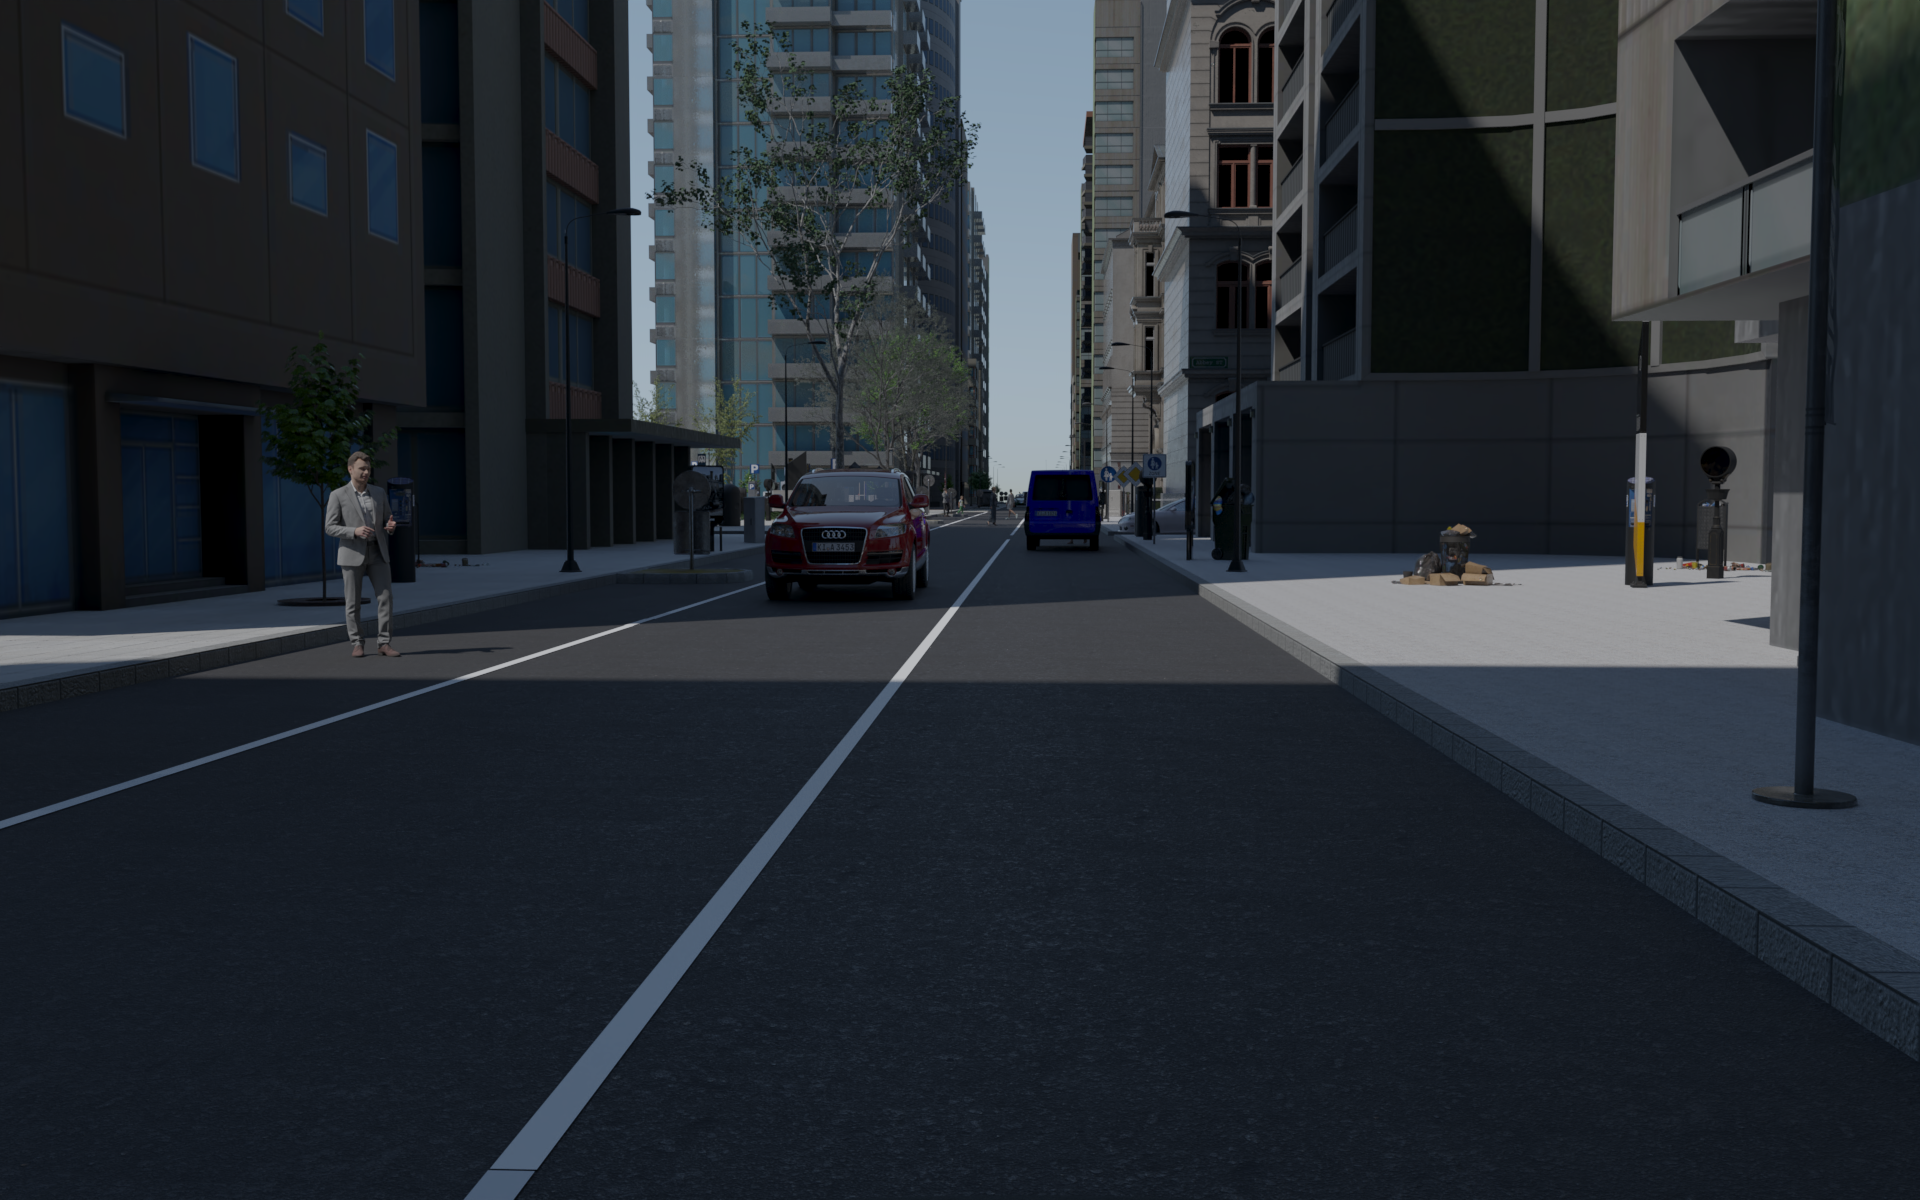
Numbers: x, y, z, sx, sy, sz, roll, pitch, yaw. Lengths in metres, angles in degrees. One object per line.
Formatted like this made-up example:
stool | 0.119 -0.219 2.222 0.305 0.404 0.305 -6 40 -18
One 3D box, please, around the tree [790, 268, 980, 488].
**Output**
tree | -4.099 -11.299 95.100 12.009 13.543 11.850 0 3 0

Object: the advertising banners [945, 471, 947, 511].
advertising banners | -1.011 -8.169 129.748 0.090 3.025 2.074 0 4 7

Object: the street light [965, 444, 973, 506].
street light | 0.560 -11.592 162.063 1.470 5.913 1.316 0 4 3

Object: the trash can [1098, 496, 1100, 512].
trash can | 9.348 -6.340 115.319 0.748 1.137 0.748 0 3 0

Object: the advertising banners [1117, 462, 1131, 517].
advertising banners | 9.055 -6.098 95.891 0.090 3.025 2.074 2 4 25

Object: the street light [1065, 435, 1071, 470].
street light | 9.455 -10.215 139.559 1.470 5.913 1.316 0 4 3

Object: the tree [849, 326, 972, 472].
tree | -3.081 -11.006 105.701 9.928 11.665 9.643 0 3 0

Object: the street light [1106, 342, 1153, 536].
street light | 5.315 -4.924 53.041 1.470 5.913 1.316 0 4 3

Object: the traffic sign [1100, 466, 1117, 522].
traffic sign | 6.727 -4.798 78.553 0.768 2.556 0.104 0 4 6

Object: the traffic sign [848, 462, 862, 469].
traffic sign | -3.253 -3.051 53.525 0.795 2.450 0.064 0 4 3

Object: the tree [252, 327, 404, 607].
tree | -7.324 -1.568 20.233 1.663 3.219 1.824 0 3 0

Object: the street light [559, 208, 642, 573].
street light | -5.864 -3.409 28.273 1.470 5.913 1.316 0 4 3

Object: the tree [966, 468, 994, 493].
tree | 2.449 -14.082 213.946 4.285 4.588 4.351 0 3 0

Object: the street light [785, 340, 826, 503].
street light | -4.732 -4.891 52.504 1.470 5.913 1.316 0 4 3

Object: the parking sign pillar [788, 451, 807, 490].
parking sign pillar | -10.207 -7.287 107.620 1.447 3.967 1.447 -1 4 -21

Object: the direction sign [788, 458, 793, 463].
direction sign | -10.461 -7.167 109.182 0.876 3.537 0.379 -3 5 -42

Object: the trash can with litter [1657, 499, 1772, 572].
trash can with litter | 12.942 -1.103 29.091 1.678 1.210 2.233 -3 4 -37

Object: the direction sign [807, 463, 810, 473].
direction sign | -11.223 -8.339 128.335 0.379 3.537 0.876 1 4 10

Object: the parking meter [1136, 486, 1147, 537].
parking meter | 5.465 -2.663 51.947 0.372 1.533 0.369 0 3 0

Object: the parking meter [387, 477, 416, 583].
parking meter | -8.102 -1.022 25.121 0.372 1.533 0.369 0 3 0

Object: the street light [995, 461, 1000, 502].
street light | 4.569 -16.684 245.328 1.470 5.913 1.316 0 4 3

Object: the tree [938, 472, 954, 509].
tree | -0.944 -9.571 151.082 1.663 3.219 1.824 0 3 0

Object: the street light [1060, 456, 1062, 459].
street light | 11.785 -13.156 187.638 1.470 5.913 1.316 0 4 3

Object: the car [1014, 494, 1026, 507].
car | 6.696 -10.762 187.751 2.131 1.459 4.920 0 4 4

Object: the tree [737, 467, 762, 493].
tree | -15.135 -7.894 123.664 1.663 3.219 1.824 0 3 0

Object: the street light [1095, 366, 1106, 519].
street light | 5.743 -5.538 63.090 1.470 5.913 1.316 0 4 3

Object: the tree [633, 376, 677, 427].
tree | -19.223 -9.602 107.361 4.737 8.622 4.395 0 3 0

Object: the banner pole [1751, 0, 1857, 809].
banner pole | 3.653 -1.058 7.318 0.401 3.779 0.863 2 4 33

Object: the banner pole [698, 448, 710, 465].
banner pole | -13.879 -6.376 94.270 0.863 3.779 0.401 -1 4 -18

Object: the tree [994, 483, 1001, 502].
tree | 6.182 -18.481 296.769 1.663 3.219 1.824 0 3 0

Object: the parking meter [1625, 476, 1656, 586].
parking meter | 9.563 -0.975 24.353 0.372 1.533 0.369 0 3 0

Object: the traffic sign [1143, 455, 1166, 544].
traffic sign | 4.959 -2.572 44.175 0.606 2.300 0.079 1 4 9

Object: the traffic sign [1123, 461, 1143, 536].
traffic sign | 5.380 -3.024 53.088 0.795 2.450 0.064 0 4 3

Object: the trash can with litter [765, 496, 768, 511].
trash can with litter | -9.958 -4.940 91.821 1.678 1.210 2.233 2 4 33

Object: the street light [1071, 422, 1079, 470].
street light | 8.095 -8.533 112.053 1.470 5.913 1.316 0 4 3

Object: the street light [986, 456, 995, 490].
street light | 3.415 -15.201 221.078 1.470 5.913 1.316 0 4 3

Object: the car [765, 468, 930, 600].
car | -1.550 -1.010 25.190 2.281 1.827 5.304 0 4 2

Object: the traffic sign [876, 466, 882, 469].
traffic sign | -2.866 -3.539 61.501 0.795 2.450 0.064 0 4 3

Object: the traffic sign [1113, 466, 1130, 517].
traffic sign | 5.767 -3.512 61.063 0.795 2.450 0.064 0 4 3

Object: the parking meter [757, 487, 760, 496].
parking meter | -16.003 -8.027 136.950 0.399 1.863 0.255 0 4 -4

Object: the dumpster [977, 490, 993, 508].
dumpster | 2.531 -9.758 167.763 1.865 1.857 1.264 0 4 2

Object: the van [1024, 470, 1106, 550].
van | 2.747 -2.533 45.799 2.240 2.365 5.245 0 4 4

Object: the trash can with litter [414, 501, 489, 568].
trash can with litter | -9.359 -1.186 30.444 2.233 1.210 1.678 -2 4 -29

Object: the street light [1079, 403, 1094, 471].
street light | 6.915 -7.063 88.014 1.470 5.913 1.316 0 4 3

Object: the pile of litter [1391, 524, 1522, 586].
pile of litter | 7.044 -0.647 24.544 1.719 0.858 1.176 2 4 33

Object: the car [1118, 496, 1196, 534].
car | 7.675 -2.772 57.684 4.827 1.381 2.083 0 4 3

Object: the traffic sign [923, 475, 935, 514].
traffic sign | -2.045 -6.945 113.650 0.768 2.556 0.104 1 4 10

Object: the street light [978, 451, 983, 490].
street light | 1.746 -13.099 186.712 1.470 5.913 1.316 0 4 3

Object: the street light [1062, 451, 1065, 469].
street light | 10.615 -11.686 163.598 1.470 5.913 1.316 0 4 3

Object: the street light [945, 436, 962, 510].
street light | -0.560 -10.121 138.021 1.470 5.913 1.316 0 4 3

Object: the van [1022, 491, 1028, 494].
van | 9.817 -15.135 254.460 2.013 2.044 4.112 0 4 2

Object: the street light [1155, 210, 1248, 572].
street light | 4.039 -3.423 28.513 1.470 5.913 1.316 0 4 3

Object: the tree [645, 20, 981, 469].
tree | -6.393 -13.175 71.302 12.611 20.169 13.585 0 3 0
